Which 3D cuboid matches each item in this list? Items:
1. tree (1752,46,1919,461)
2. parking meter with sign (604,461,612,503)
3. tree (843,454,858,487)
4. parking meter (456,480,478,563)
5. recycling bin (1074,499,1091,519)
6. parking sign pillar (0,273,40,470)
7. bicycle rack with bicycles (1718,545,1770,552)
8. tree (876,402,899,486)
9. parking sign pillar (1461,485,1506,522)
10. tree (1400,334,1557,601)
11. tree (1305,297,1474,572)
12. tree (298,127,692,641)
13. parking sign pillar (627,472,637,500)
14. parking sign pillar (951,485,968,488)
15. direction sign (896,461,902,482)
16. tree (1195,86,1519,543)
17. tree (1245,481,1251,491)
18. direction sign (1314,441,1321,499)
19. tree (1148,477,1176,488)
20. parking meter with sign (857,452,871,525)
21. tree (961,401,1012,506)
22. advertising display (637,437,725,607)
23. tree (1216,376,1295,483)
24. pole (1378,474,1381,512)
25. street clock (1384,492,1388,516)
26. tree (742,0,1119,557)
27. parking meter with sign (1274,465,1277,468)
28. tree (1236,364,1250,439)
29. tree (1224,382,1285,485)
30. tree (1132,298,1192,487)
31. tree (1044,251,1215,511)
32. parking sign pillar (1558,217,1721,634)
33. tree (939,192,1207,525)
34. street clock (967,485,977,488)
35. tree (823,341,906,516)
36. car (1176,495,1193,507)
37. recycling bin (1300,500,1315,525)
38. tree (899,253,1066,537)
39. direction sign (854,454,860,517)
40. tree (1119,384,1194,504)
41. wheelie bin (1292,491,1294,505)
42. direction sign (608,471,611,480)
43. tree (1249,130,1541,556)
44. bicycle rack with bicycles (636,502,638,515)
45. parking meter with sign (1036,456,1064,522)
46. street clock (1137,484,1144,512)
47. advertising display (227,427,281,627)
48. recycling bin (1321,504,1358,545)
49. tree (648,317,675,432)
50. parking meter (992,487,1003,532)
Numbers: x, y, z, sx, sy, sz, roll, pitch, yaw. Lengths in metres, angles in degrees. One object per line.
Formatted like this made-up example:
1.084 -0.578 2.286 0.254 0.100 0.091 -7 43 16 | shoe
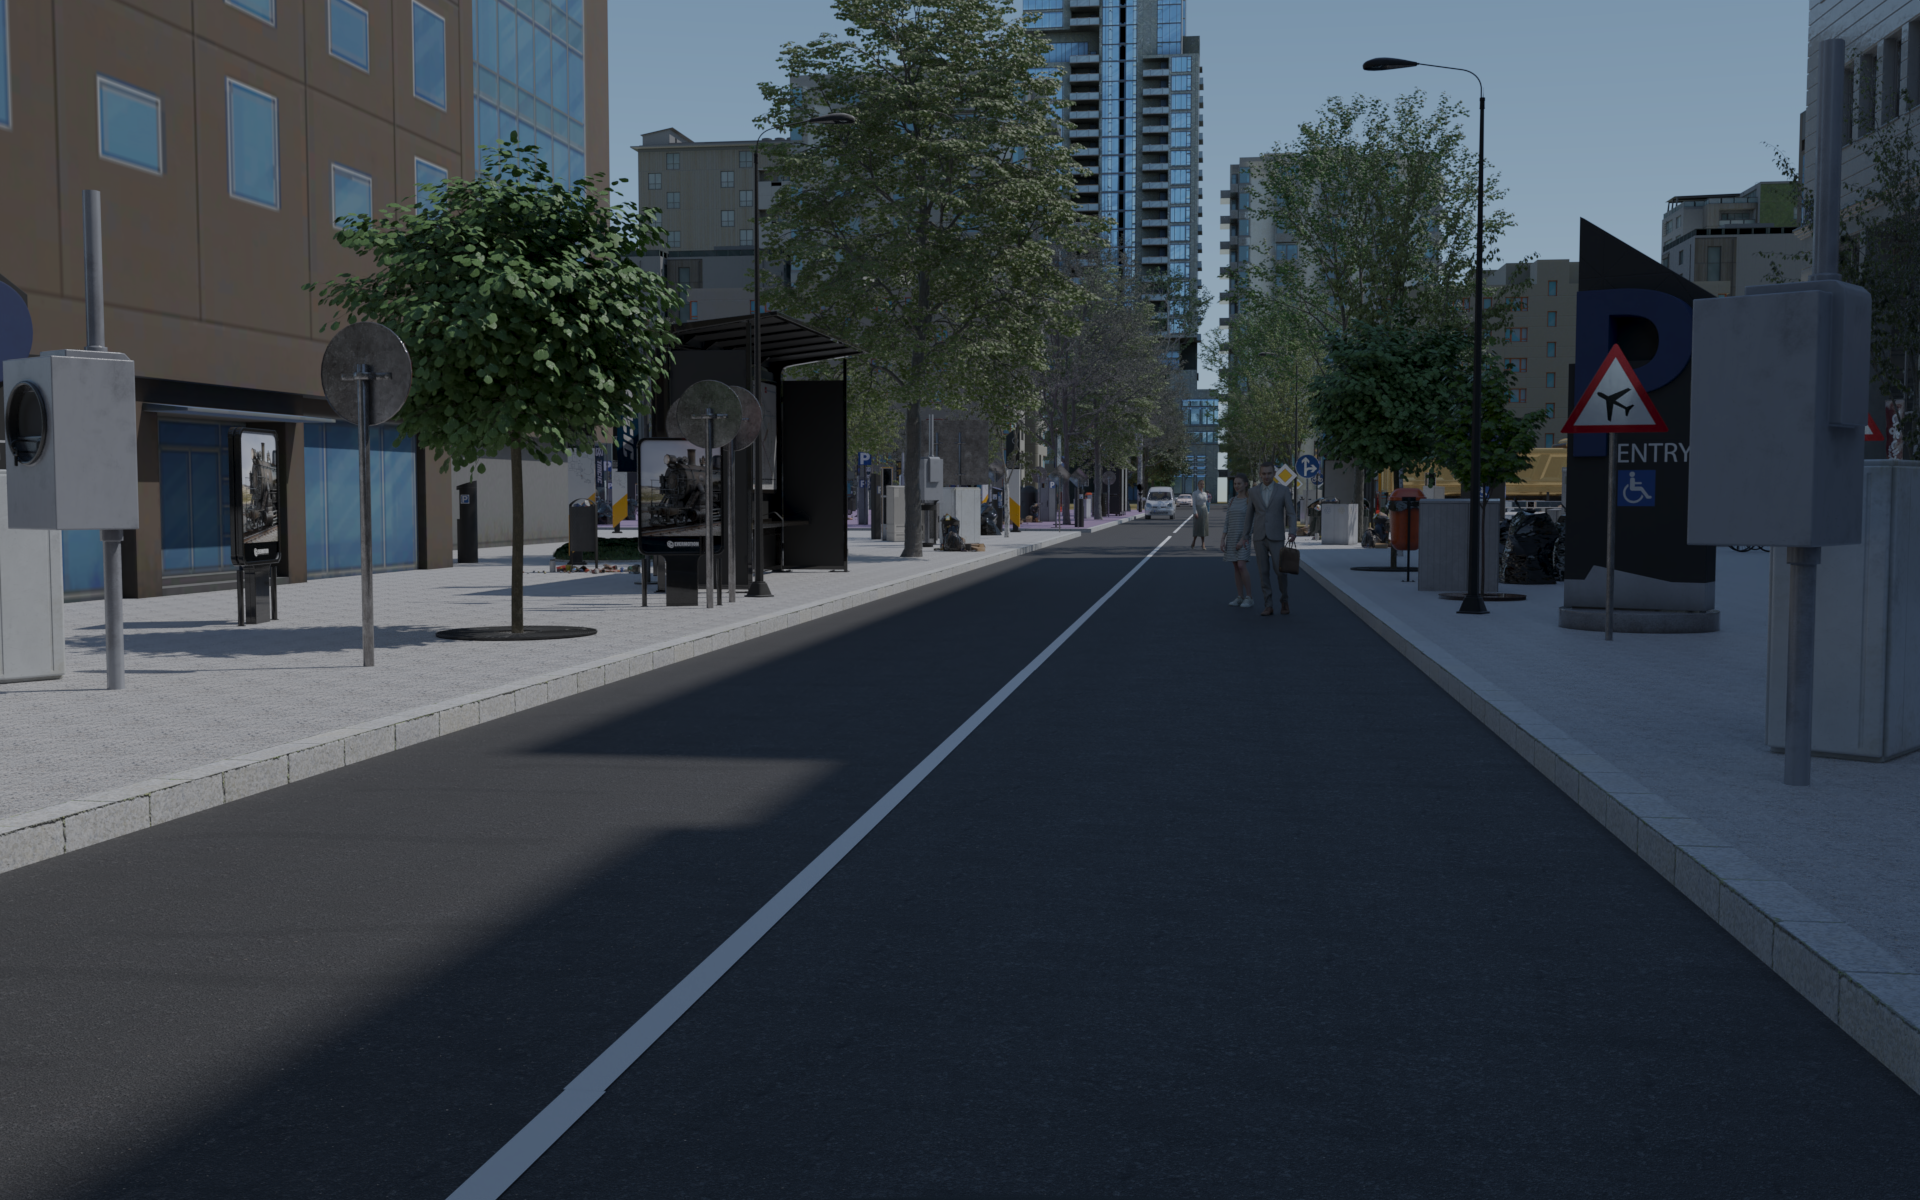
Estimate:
15.082 -4.723 27.585 4.360 8.622 3.978 0 3 0 | tree
-18.231 -5.732 89.975 0.543 3.016 1.738 -1 4 -17 | parking meter with sign
-9.604 -11.581 139.716 4.360 8.622 3.978 0 3 0 | tree
-9.162 -1.455 32.200 0.372 1.533 0.369 0 3 0 | parking meter
6.402 -4.781 90.725 0.722 1.027 0.722 1 4 22 | recycling bin
-8.754 -1.636 15.229 1.447 3.967 1.447 2 4 31 | parking sign pillar
18.015 -1.543 38.606 2.852 0.926 2.925 -3 5 -44 | bicycle rack with bicycles
-4.234 -10.644 124.397 4.360 8.622 3.978 0 3 0 | tree
15.910 -3.924 52.623 1.447 3.967 1.447 1 4 20 | parking sign pillar
6.435 -1.613 20.969 1.663 3.219 1.824 0 3 0 | tree
7.296 -2.771 29.012 4.285 4.588 4.351 0 3 0 | tree
-4.111 -1.952 15.626 4.285 4.588 4.351 0 3 0 | tree
-25.401 -8.970 135.123 1.447 3.967 1.447 0 4 8 | parking sign pillar
0.008 -8.066 120.345 1.447 3.967 1.447 2 4 29 | parking sign pillar
-3.917 -7.725 118.302 0.876 3.537 0.379 0 4 -7 | direction sign
10.458 -7.305 45.190 9.928 11.665 9.643 0 3 0 | tree
28.984 -10.997 174.407 1.663 3.219 1.824 0 3 0 | tree
15.199 -4.998 73.722 0.379 3.537 0.876 2 4 29 | direction sign
23.477 -13.416 203.063 4.285 4.588 4.351 0 3 0 | tree
-4.054 -4.664 72.512 0.543 3.016 1.738 0 4 -8 | parking meter with sign
2.022 -10.893 128.459 4.737 8.622 4.395 0 3 0 | tree
-3.187 -0.891 19.788 0.974 1.923 0.123 -1 4 -13 | advertising display
28.393 -15.165 166.068 7.486 12.596 7.792 0 3 0 | tree
25.888 -6.912 106.856 0.158 3.312 0.155 0 3 0 | pole
24.870 -5.894 100.944 0.358 2.002 0.471 0 4 -2 | street clock
-0.553 -7.153 35.084 7.486 12.596 7.792 0 3 0 | tree
18.827 -6.577 103.795 0.543 3.016 1.738 0 4 4 | parking meter with sign
14.551 -7.738 76.872 4.737 8.622 4.395 0 3 0 | tree
18.619 -9.609 107.467 4.360 8.622 3.978 0 3 0 | tree
6.728 -10.274 86.104 7.486 12.596 7.792 0 3 0 | tree
12.854 -16.994 133.740 12.611 20.169 13.585 0 3 0 | tree
6.502 -1.714 16.494 1.447 3.967 1.447 2 4 35 | parking sign pillar
4.295 -9.856 71.511 12.009 13.543 11.850 0 3 0 | tree
0.601 -5.045 87.060 0.471 2.002 0.358 3 4 37 | street clock
-5.503 -7.994 81.072 4.737 8.622 4.395 0 3 0 | tree
25.448 -11.214 195.709 2.083 1.381 4.827 1 4 10 | car
14.765 -3.690 72.883 0.722 1.027 0.722 0 4 -5 | recycling bin
1.245 -6.142 50.789 4.360 8.622 3.978 0 3 0 | tree
-5.709 -6.385 96.399 0.379 3.537 0.876 -1 4 -22 | direction sign
17.879 -15.179 165.184 9.611 12.733 9.660 0 3 0 | tree
13.610 -3.973 72.860 0.980 1.594 0.693 3 5 45 | wheelie bin
-25.635 -8.245 126.804 0.379 3.537 0.876 -1 4 -23 | direction sign
9.230 -5.198 35.342 4.737 8.622 4.395 0 3 0 | tree
-17.597 -5.291 99.893 2.925 0.926 2.852 3 5 45 | bicycle rack with bicycles
4.085 -5.136 80.240 0.543 3.016 1.738 -2 4 -34 | parking meter with sign
12.672 -7.164 121.703 0.358 2.002 0.471 -3 4 -38 | street clock
-6.979 -0.731 17.163 0.123 1.923 0.974 0 4 -1 | advertising display
9.659 -1.927 44.056 0.722 1.027 0.722 2 4 34 | recycling bin
-11.480 -7.414 71.583 4.360 8.622 3.978 0 3 0 | tree
1.249 -3.046 58.207 0.372 1.533 0.369 0 3 0 | parking meter
